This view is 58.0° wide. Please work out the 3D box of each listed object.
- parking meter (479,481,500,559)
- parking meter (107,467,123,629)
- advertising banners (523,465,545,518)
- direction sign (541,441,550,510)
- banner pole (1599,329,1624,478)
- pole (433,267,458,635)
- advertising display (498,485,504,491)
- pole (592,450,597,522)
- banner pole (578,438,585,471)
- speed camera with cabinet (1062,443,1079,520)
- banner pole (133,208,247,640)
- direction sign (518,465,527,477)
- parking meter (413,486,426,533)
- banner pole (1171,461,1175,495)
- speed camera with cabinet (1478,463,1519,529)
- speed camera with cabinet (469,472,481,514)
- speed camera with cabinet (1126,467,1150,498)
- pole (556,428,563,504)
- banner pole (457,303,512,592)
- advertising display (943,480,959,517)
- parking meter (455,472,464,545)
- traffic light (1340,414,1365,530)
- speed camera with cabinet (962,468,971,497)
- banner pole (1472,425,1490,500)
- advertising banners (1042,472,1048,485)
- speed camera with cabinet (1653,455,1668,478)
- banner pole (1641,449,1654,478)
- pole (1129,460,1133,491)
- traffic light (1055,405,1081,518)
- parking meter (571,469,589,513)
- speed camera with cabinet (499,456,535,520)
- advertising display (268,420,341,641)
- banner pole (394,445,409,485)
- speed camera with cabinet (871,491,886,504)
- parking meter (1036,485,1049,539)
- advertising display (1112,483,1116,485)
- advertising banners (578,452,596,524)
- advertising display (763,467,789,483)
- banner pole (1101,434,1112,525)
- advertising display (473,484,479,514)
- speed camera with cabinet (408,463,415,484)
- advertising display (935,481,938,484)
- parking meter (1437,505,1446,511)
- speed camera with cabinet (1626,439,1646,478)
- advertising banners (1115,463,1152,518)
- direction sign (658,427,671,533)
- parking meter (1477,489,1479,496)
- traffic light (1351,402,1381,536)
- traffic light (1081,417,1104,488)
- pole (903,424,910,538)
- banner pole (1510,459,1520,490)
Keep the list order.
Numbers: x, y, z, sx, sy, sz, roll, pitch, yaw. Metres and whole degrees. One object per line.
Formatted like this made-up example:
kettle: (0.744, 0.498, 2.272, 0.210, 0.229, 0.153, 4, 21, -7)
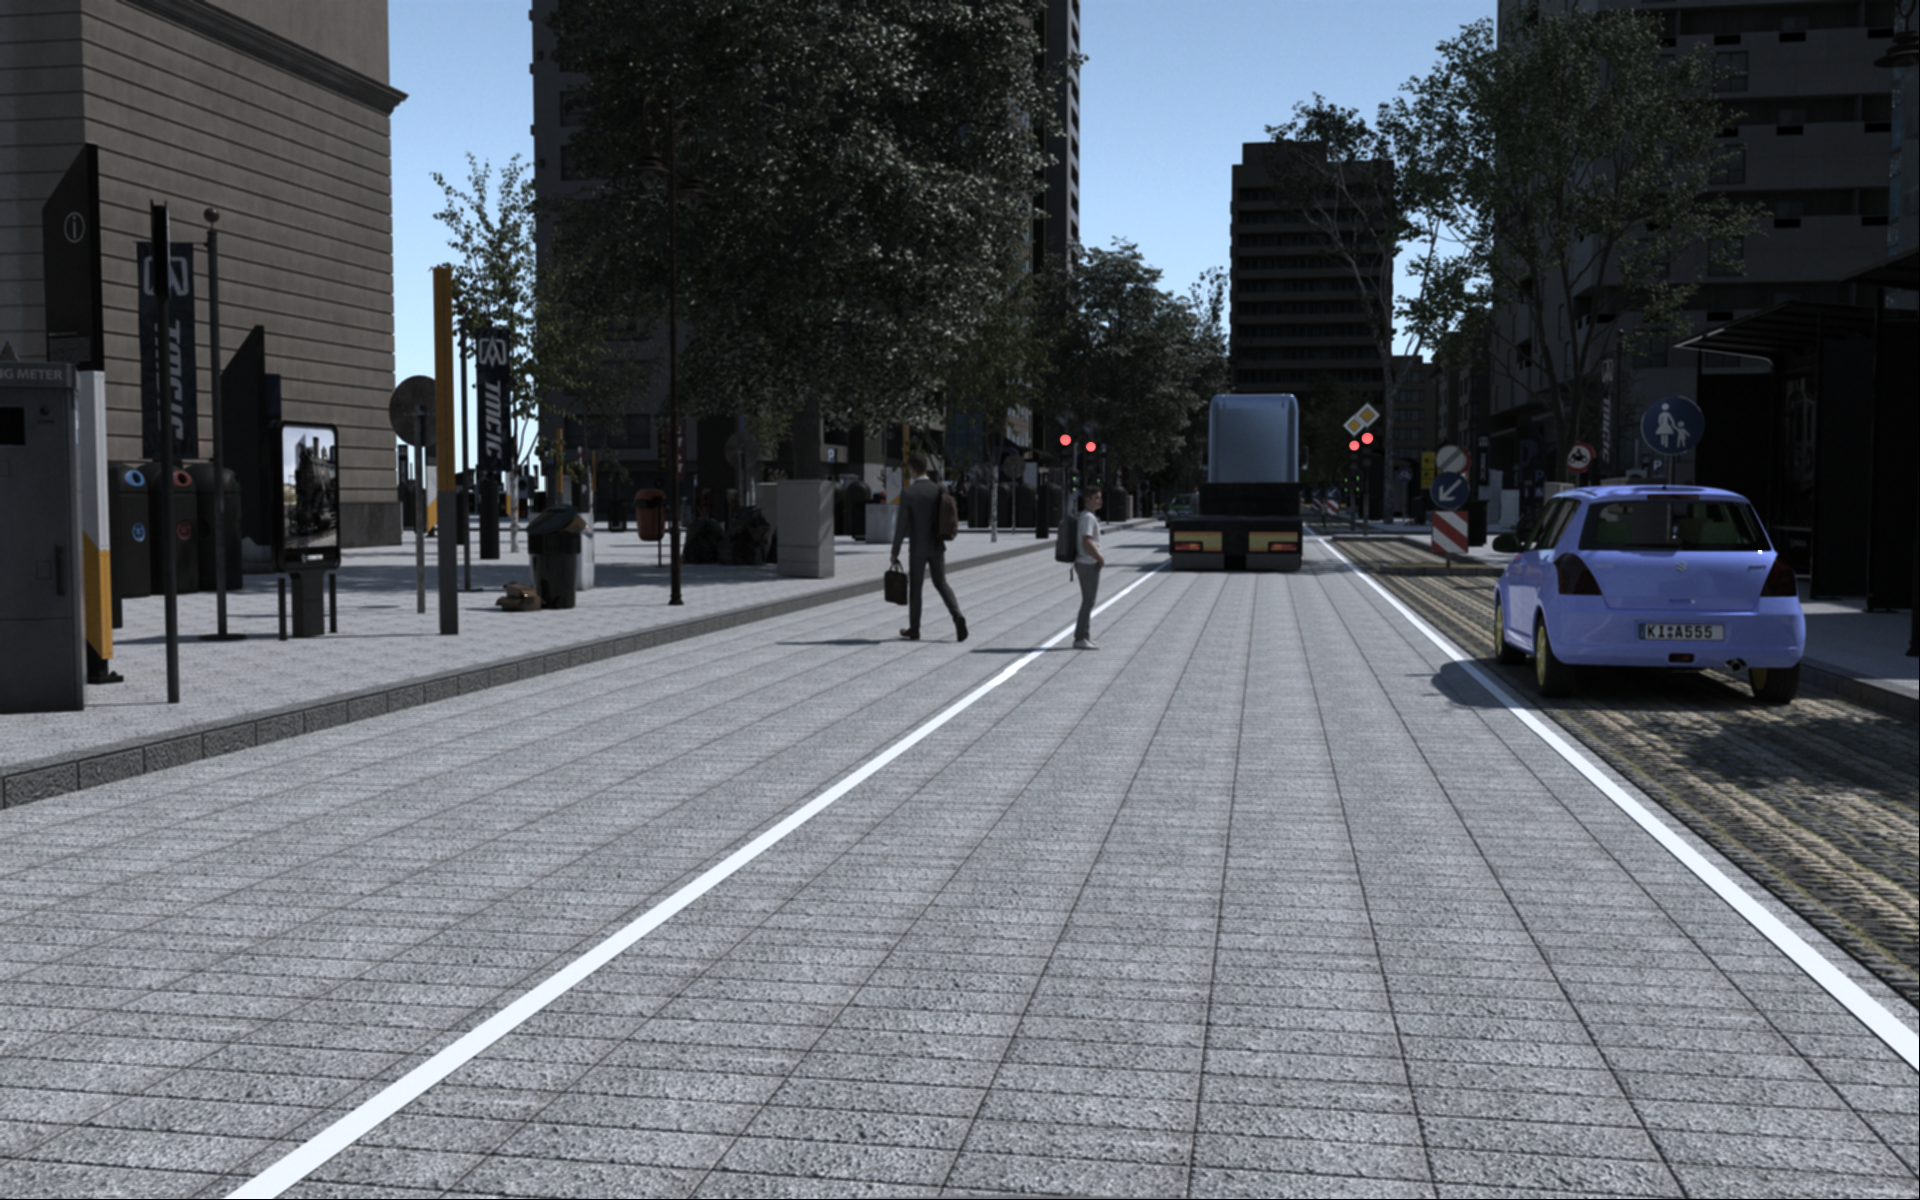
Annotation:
parking meter: (-9.275, -1.573, 34.122, 0.372, 1.533, 0.369, 0, 3, 0)
parking meter: (-8.210, -0.495, 16.508, 0.372, 1.533, 0.369, 0, 3, 0)
advertising banners: (-23.421, -5.918, 92.951, 2.074, 3.025, 0.090, 0, 4, 7)
direction sign: (-17.864, -5.057, 74.686, 0.379, 3.537, 0.876, -3, 4, -38)
banner pole: (10.010, -2.241, 26.660, 0.401, 3.779, 0.863, 0, 4, -3)
pole: (-4.678, -1.340, 15.749, 0.158, 3.312, 0.155, 0, 3, 0)
advertising display: (-32.838, -7.195, 122.845, 0.974, 1.923, 0.123, 1, 4, 12)
pole: (-16.814, -5.248, 79.655, 0.158, 3.312, 0.155, 0, 3, 0)
banner pole: (-16.721, -5.295, 76.594, 0.401, 3.779, 0.863, 1, 4, 12)
speed camera with cabinet: (4.289, -4.483, 67.635, 0.660, 3.252, 2.038, 0, 4, 2)
banner pole: (-6.772, -1.542, 15.221, 0.863, 3.779, 0.401, -1, 4, -8)
direction sign: (-33.768, -8.680, 133.916, 0.379, 3.537, 0.876, 3, 5, 44)
parking meter: (-17.631, -2.943, 56.528, 0.372, 1.533, 0.369, 0, 3, 0)
banner pole: (16.157, -8.888, 135.330, 0.863, 3.779, 0.401, -2, 4, -24)
speed camera with cabinet: (20.141, -4.260, 63.988, 0.660, 3.252, 2.038, -2, 4, -31)
speed camera with cabinet: (-30.876, -7.087, 110.207, 0.660, 3.252, 2.038, 2, 4, 31)
speed camera with cabinet: (10.925, -7.039, 109.424, 2.038, 3.252, 0.660, 1, 4, 14)
pole: (-12.426, -3.665, 53.769, 0.158, 3.312, 0.155, 0, 3, 0)
banner pole: (-6.336, -2.016, 22.981, 0.863, 3.779, 0.401, -2, 4, -33)
advertising display: (-0.419, -4.465, 78.219, 0.123, 1.923, 0.974, -3, 5, -45)
parking meter: (-12.603, -2.321, 43.663, 0.399, 1.863, 0.255, 0, 4, -4)
traffic light: (13.846, -4.410, 61.018, 0.839, 4.253, 0.868, 1, 4, 10)
speed camera with cabinet: (0.417, -8.333, 130.587, 0.660, 3.252, 2.038, 3, 5, 45)
banner pole: (18.781, -4.443, 62.658, 0.863, 3.779, 0.401, -1, 4, -19)
advertising banners: (7.622, -8.705, 138.507, 2.074, 3.025, 0.090, 0, 3, 0)
speed camera with cabinet: (32.220, -5.290, 80.825, 0.660, 3.252, 2.038, -2, 4, -25)
banner pole: (37.970, -6.453, 95.529, 0.401, 3.779, 0.863, -3, 5, -45)
pole: (9.924, -6.524, 100.517, 0.158, 3.312, 0.155, 0, 3, 0)
traffic light: (3.380, -4.026, 54.739, 0.839, 4.253, 0.868, 1, 4, 10)
parking meter: (-9.002, -2.163, 41.075, 0.255, 1.863, 0.399, 2, 4, 25)
speed camera with cabinet: (-22.169, -5.626, 86.315, 2.038, 3.252, 0.660, 2, 4, 27)
advertising display: (-5.872, -0.632, 15.555, 0.123, 1.923, 0.974, 1, 4, 9)
banner pole: (-24.911, -5.322, 77.039, 0.863, 3.779, 0.401, 0, 4, 6)
speed camera with cabinet: (-3.409, -5.585, 85.656, 2.038, 3.252, 0.660, 0, 4, 1)
parking meter: (2.374, -2.542, 49.973, 0.372, 1.533, 0.369, 0, 3, 0)
advertising display: (8.917, -5.861, 101.048, 0.974, 1.923, 0.123, 1, 4, 8)
advertising banners: (-15.765, -4.708, 73.157, 0.090, 3.025, 2.074, 0, 4, 6)
advertising display: (-4.359, -2.200, 41.190, 0.123, 1.923, 0.974, 2, 4, 26)
banner pole: (6.045, -5.014, 71.988, 0.401, 3.779, 0.863, 2, 4, 31)
advertising display: (-31.831, -6.668, 114.241, 0.123, 1.923, 0.974, 1, 4, 15)
speed camera with cabinet: (-34.886, -7.003, 108.832, 0.660, 3.252, 2.038, 2, 4, 32)
advertising display: (-0.808, -5.109, 88.753, 0.974, 1.923, 0.123, -2, 4, -31)
parking meter: (18.439, -3.542, 66.327, 0.372, 1.533, 0.369, 0, 3, 0)
speed camera with cabinet: (23.802, -4.194, 62.912, 2.038, 3.252, 0.660, 1, 4, 22)
advertising banners: (9.323, -5.945, 93.389, 2.074, 3.025, 0.090, 1, 4, 15)
direction sign: (-9.644, -4.001, 57.412, 0.876, 3.537, 0.379, 2, 4, 29)
parking meter: (33.371, -6.435, 110.930, 0.399, 1.863, 0.255, -1, 4, -11)
traffic light: (12.453, -3.929, 53.154, 0.839, 4.253, 0.868, 1, 4, 10)
traffic light: (4.772, -4.507, 62.602, 0.839, 4.253, 0.868, 1, 4, 10)
pole: (-1.570, -3.472, 50.603, 0.158, 3.312, 0.155, 0, 3, 0)
banner pole: (39.404, -8.148, 123.244, 0.863, 3.779, 0.401, 1, 4, 20)
